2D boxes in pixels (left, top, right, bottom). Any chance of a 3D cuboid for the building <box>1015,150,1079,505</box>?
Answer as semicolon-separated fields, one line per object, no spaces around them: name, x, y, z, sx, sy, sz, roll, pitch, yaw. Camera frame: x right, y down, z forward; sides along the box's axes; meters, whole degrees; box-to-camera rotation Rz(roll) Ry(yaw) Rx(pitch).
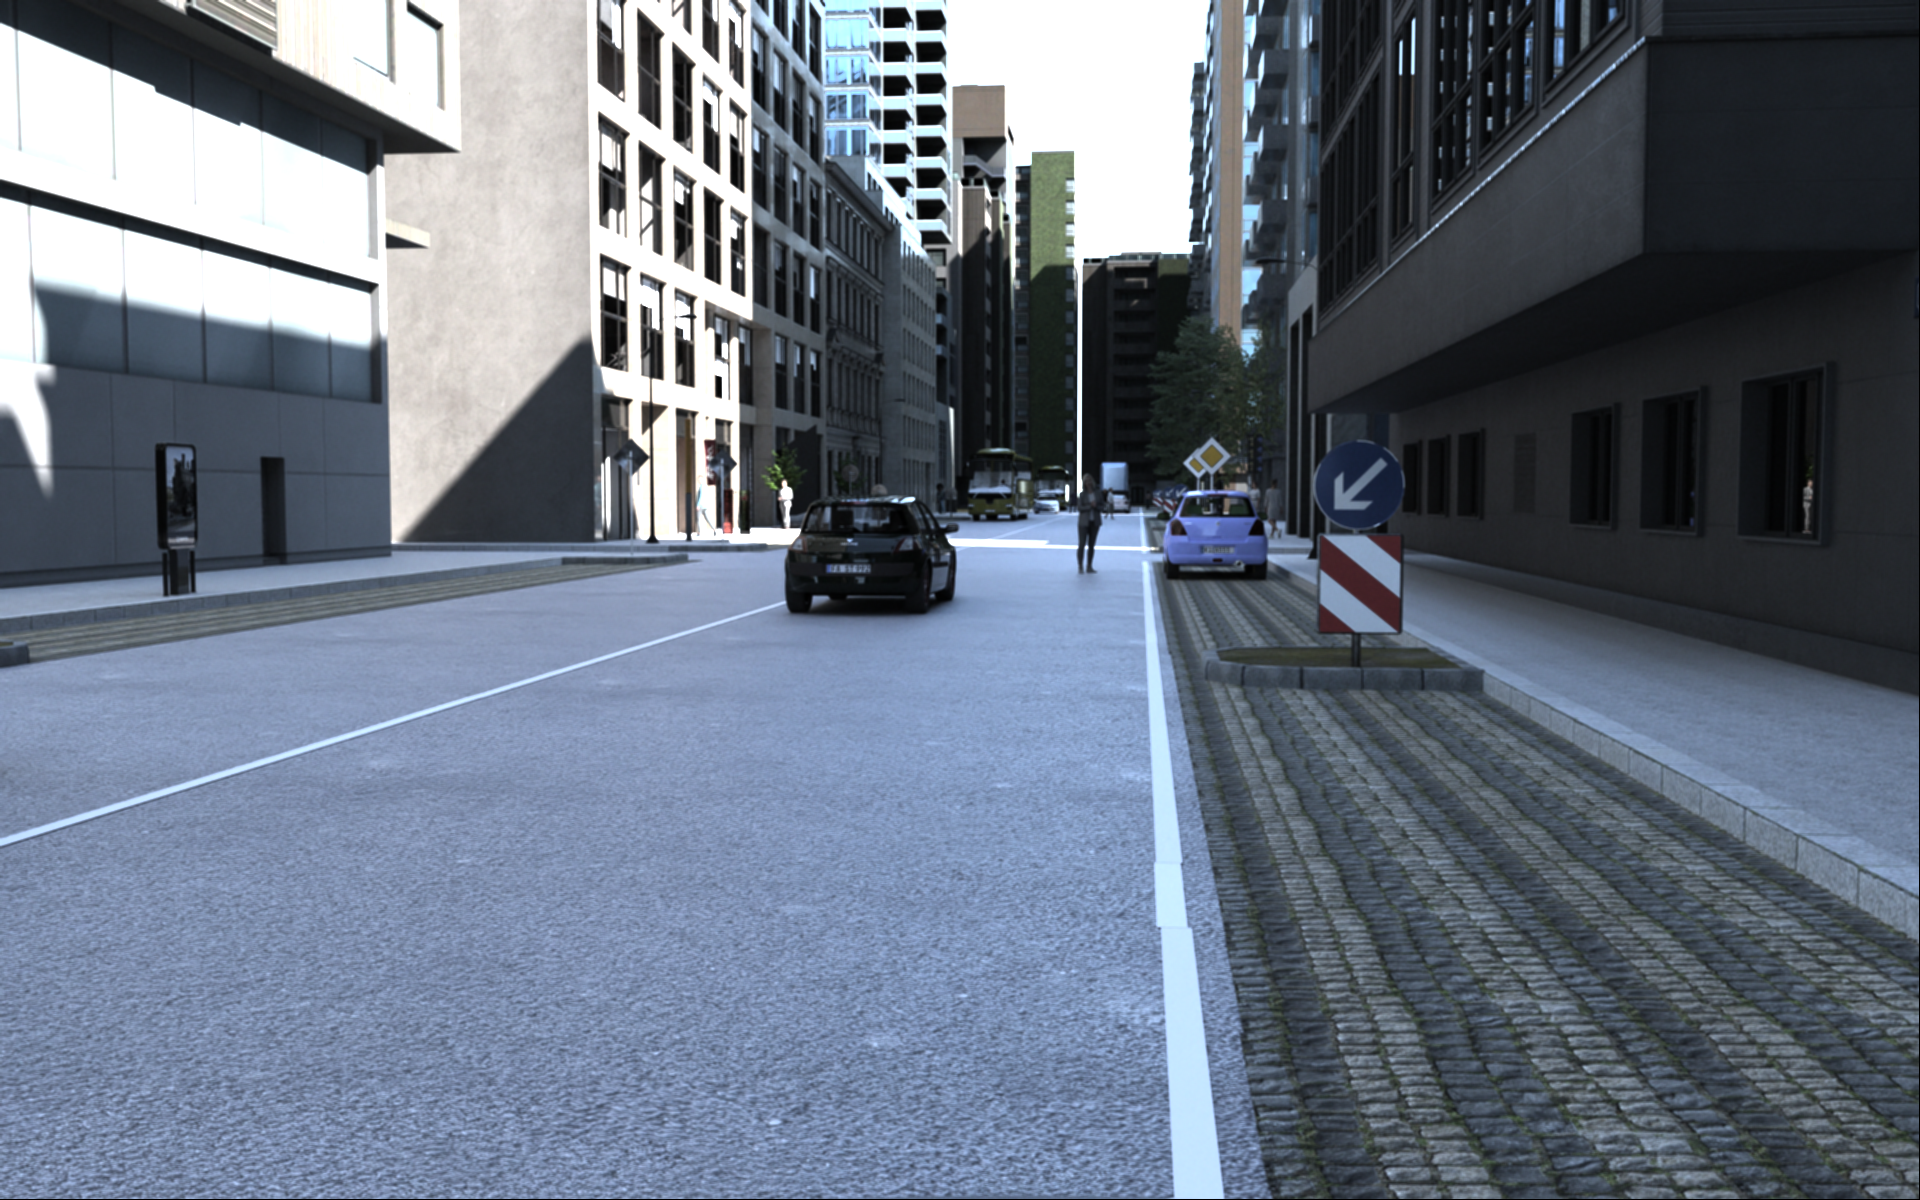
building;7.233;-32.146;209.175;14.086;41.232;14.154;0;4;6

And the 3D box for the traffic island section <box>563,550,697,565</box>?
traffic island section;-6.934;-0.866;36.433;2.009;0.180;2.903;0;4;6

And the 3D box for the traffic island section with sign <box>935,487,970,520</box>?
traffic island section with sign;-0.459;-5.323;95.661;1.989;1.847;2.006;0;4;6

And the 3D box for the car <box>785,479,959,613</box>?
car;-1.075;-0.763;22.260;2.009;1.686;4.222;0;4;7

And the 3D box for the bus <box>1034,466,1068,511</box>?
bus;8.271;-9.947;154.173;2.896;3.916;12.252;0;4;5

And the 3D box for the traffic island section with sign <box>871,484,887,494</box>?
traffic island section with sign;-3.232;-3.683;68.848;1.989;1.847;2.006;0;4;6

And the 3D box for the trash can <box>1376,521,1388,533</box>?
trash can;8.567;-1.388;34.341;0.748;1.137;0.748;0;3;0

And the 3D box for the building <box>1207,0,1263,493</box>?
building;25.156;-28.935;123.198;14.600;45.320;14.200;0;4;6

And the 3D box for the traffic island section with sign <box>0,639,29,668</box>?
traffic island section with sign;-8.900;-0.343;14.231;1.989;1.847;2.006;0;4;6

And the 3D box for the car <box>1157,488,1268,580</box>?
car;4.413;-1.260;30.200;1.945;1.707;3.694;0;4;6

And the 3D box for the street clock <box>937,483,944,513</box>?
street clock;-1.341;-6.864;116.797;0.471;2.002;0.358;0;4;5

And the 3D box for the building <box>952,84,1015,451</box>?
building;-1.642;-32.840;187.051;14.200;45.320;14.600;0;4;6

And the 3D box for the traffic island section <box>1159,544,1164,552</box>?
traffic island section;5.966;-1.275;43.124;2.009;0.180;2.903;0;4;6

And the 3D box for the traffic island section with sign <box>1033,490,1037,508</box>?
traffic island section with sign;7.581;-10.069;173.254;1.989;1.847;2.006;0;4;6

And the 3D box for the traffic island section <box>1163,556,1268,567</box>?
traffic island section;5.142;-0.789;35.181;2.009;0.180;2.903;0;4;6

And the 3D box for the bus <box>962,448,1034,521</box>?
bus;2.303;-6.388;95.995;2.896;3.916;12.252;0;4;7

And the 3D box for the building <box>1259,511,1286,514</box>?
building;31.869;-32.130;144.933;23.786;49.044;30.456;0;4;6

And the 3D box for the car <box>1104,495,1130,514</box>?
car;11.545;-7.058;127.767;2.083;1.381;4.827;0;4;4

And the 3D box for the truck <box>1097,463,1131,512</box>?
truck;12.692;-9.333;142.351;2.967;4.110;18.799;0;4;5

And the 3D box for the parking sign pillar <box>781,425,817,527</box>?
parking sign pillar;-6.218;-4.807;67.071;1.447;3.967;1.447;-2;4;-29

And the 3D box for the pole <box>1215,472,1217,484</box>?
pole;14.692;-6.443;99.179;0.158;3.312;0.155;0;3;0

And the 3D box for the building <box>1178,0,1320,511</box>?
building;34.402;-33.983;175.232;23.786;49.044;30.456;0;4;6

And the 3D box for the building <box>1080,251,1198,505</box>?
building;21.592;-26.728;208.700;14.107;30.474;14.160;0;4;6

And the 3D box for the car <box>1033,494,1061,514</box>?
car;6.403;-7.047;127.214;2.014;1.417;4.499;0;4;5

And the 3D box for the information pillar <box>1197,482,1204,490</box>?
information pillar;14.473;-6.104;104.294;0.304;2.012;0.304;3;4;37

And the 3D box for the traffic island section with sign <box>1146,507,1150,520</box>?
traffic island section with sign;11.355;-5.283;95.002;1.989;1.847;2.006;0;4;6

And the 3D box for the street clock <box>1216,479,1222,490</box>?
street clock;12.631;-4.890;84.527;0.358;2.002;0.471;0;4;3

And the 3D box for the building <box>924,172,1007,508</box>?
building;-3.548;-23.635;158.133;14.160;30.474;14.107;0;4;6

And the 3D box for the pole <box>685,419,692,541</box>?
pole;-7.381;-3.255;47.060;0.158;3.312;0.155;0;3;0

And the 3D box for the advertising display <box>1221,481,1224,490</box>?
advertising display;13.073;-4.966;86.402;0.123;1.923;0.974;1;4;14

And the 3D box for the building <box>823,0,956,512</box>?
building;-11.065;-50.269;134.567;22.319;86.520;31.000;0;4;6

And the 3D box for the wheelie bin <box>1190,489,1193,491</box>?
wheelie bin;14.170;-5.990;105.849;0.693;1.594;0.980;0;4;4

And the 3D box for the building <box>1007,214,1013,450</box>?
building;-2.213;-24.492;172.152;14.160;30.474;14.107;0;4;6

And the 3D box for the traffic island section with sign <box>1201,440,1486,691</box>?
traffic island section with sign;2.911;-0.300;13.537;1.989;1.847;2.006;0;4;6

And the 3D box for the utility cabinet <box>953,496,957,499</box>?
utility cabinet;-0.381;-6.625;116.999;0.318;1.500;1.173;0;4;-1

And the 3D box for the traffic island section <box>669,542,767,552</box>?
traffic island section;-6.111;-1.351;44.376;2.009;0.180;2.903;0;4;6

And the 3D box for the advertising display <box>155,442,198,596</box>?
advertising display;-9.978;-1.032;22.091;0.123;1.923;0.974;0;4;-2

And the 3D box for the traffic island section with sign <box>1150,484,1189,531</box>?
traffic island section with sign;8.557;-3.633;68.034;1.989;1.847;2.006;0;4;6
